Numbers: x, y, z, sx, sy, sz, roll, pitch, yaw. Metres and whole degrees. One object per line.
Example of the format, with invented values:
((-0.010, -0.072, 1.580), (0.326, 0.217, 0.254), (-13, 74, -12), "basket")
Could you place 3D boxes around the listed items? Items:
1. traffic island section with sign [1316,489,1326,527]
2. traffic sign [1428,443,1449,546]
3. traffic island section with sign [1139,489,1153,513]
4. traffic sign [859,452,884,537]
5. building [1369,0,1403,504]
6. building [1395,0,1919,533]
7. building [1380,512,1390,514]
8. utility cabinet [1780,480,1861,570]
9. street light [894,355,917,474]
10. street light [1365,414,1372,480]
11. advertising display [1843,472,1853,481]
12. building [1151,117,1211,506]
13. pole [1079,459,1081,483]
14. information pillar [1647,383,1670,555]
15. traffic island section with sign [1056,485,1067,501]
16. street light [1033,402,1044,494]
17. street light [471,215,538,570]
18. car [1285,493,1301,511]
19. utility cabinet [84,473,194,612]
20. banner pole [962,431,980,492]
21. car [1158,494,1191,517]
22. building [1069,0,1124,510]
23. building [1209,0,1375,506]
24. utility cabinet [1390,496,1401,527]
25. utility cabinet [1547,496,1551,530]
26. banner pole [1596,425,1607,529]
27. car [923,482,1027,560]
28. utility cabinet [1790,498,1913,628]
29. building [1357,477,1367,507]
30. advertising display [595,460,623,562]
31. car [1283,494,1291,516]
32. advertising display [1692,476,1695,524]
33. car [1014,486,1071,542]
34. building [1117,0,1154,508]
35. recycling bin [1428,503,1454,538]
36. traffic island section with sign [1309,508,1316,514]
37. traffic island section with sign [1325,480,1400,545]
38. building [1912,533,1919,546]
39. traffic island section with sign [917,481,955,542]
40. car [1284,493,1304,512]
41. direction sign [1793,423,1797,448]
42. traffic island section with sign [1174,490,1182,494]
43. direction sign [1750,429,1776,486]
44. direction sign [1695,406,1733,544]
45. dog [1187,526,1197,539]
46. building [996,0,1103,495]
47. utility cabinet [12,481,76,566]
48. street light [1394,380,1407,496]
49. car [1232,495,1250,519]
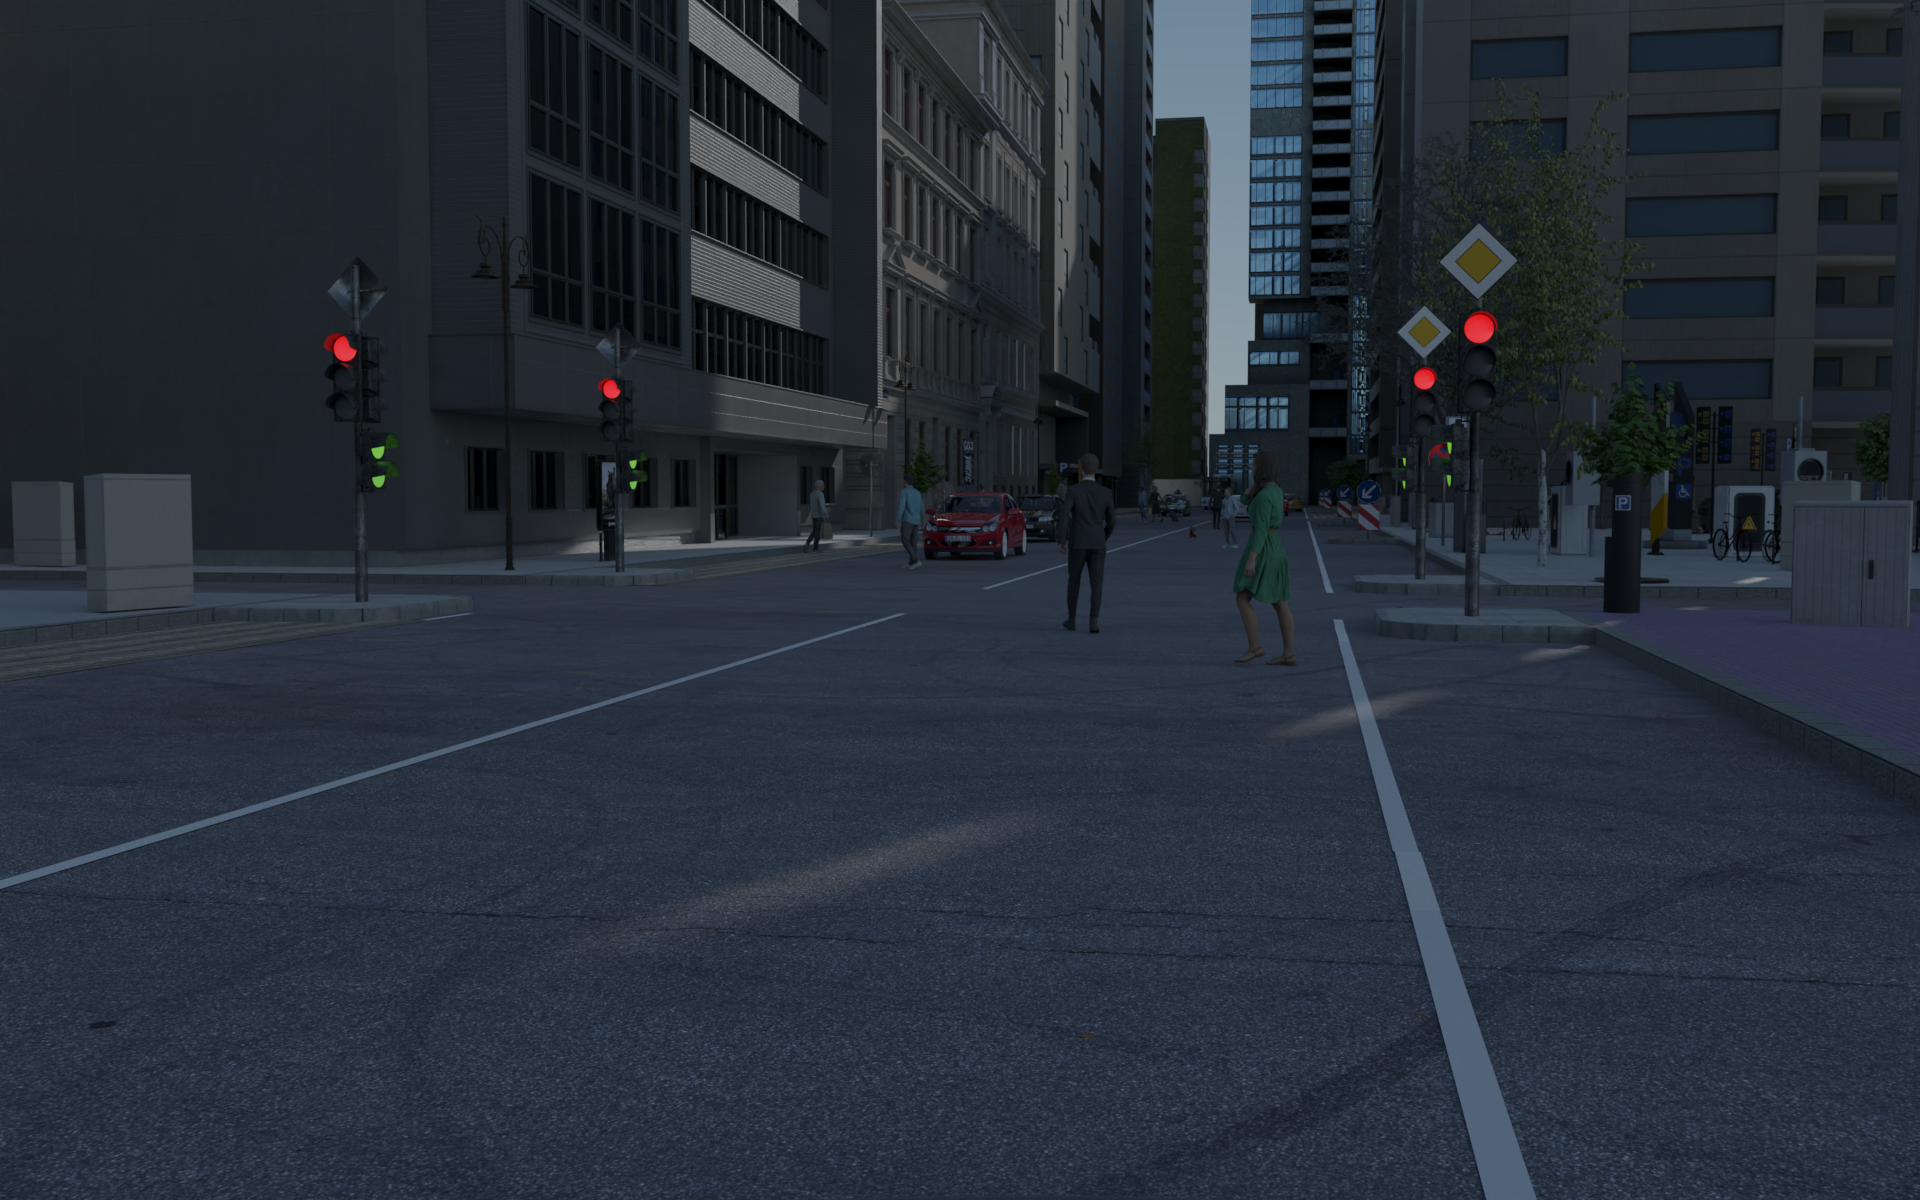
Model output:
((16.883, -4.159, 76.633), (1.989, 1.847, 2.006), (1, 4, 11), "traffic island section with sign")
((11.957, -2.611, 42.801), (0.768, 2.556, 0.104), (1, 4, 15), "traffic sign")
((14.325, -7.319, 128.300), (1.989, 1.847, 2.006), (1, 4, 11), "traffic island section with sign")
((-2.673, -3.177, 52.048), (0.768, 2.556, 0.104), (1, 4, 13), "traffic sign")
((43.662, -31.326, 135.878), (21.300, 48.544, 21.600), (1, 4, 11), "building")
((30.376, -32.668, 76.123), (21.231, 58.520, 28.212), (1, 4, 11), "building")
((43.902, -25.704, 112.134), (32.217, 40.220, 23.993), (1, 4, 11), "building")
((14.252, -1.224, 28.698), (0.318, 1.500, 1.173), (-2, 4, -34), "utility cabinet")
((-1.812, -5.200, 57.806), (0.468, 5.910, 1.993), (1, 4, 11), "street light")
((23.144, -7.672, 98.230), (0.468, 5.910, 1.993), (1, 4, 11), "street light")
((25.821, -2.765, 50.419), (0.123, 1.923, 0.974), (1, 4, 20), "advertising display")
((20.395, -31.104, 192.143), (14.086, 41.232, 14.154), (1, 4, 11), "building")
((7.025, -6.583, 101.477), (0.158, 3.312, 0.155), (0, 3, 0), "pole")
((14.642, -2.745, 36.231), (0.183, 3.616, 0.504), (-1, 4, -10), "information pillar")
((4.694, -4.319, 79.237), (1.989, 1.847, 2.006), (1, 4, 11), "traffic island section with sign")
((3.943, -6.986, 87.016), (0.468, 5.910, 1.993), (1, 4, 11), "street light")
((-7.588, -3.438, 29.005), (0.468, 5.910, 1.993), (1, 4, 11), "street light")
((27.329, -8.269, 144.244), (2.155, 1.783, 4.494), (1, 4, 10), "car")
((-9.075, -0.641, 19.157), (0.318, 1.500, 1.173), (1, 4, 23), "utility cabinet")
((0.489, -4.818, 68.796), (0.863, 3.779, 0.401), (0, 4, -3), "banner pole")
((13.838, -6.103, 111.581), (2.131, 1.459, 4.920), (1, 4, 12), "car")
((5.329, -29.807, 137.463), (14.600, 45.320, 14.200), (1, 4, 11), "building")
((43.968, -53.715, 190.919), (31.000, 86.520, 22.319), (1, 4, 11), "building")
((16.952, -3.440, 67.407), (0.306, 1.237, 1.020), (0, 4, 7), "utility cabinet")
((21.138, -3.060, 61.191), (1.020, 1.237, 0.306), (1, 4, 20), "utility cabinet")
((23.271, -4.470, 63.102), (0.863, 3.779, 0.401), (-2, 4, -33), "banner pole")
((0.372, -1.842, 39.165), (2.155, 1.783, 4.494), (1, 4, 11), "car")
((8.734, -0.356, 16.978), (1.020, 1.237, 0.306), (2, 4, 33), "utility cabinet")
((53.134, -28.476, 157.466), (32.217, 40.220, 23.993), (1, 4, 11), "building")
((-6.710, -1.711, 33.190), (0.123, 1.923, 0.974), (1, 4, 13), "advertising display")
((20.754, -6.432, 114.210), (2.155, 1.783, 4.494), (1, 4, 10), "car")
((26.332, -3.519, 62.747), (0.123, 1.923, 0.974), (0, 4, -3), "advertising display")
((2.322, -2.633, 52.835), (2.009, 1.686, 4.222), (1, 4, 12), "car")
((4.261, -38.278, 167.849), (28.212, 58.520, 21.231), (1, 4, 11), "building")
((14.259, -2.353, 51.020), (0.722, 1.027, 0.722), (0, 4, -2), "recycling bin")
((26.614, -7.188, 126.146), (1.989, 1.847, 2.006), (1, 4, 11), "traffic island section with sign")
((11.702, -2.541, 50.179), (1.989, 1.847, 2.006), (1, 4, 11), "traffic island section with sign")
((36.011, -29.951, 31.692), (28.212, 58.520, 21.231), (1, 4, 11), "building")
((-0.531, -2.688, 52.582), (1.989, 1.847, 2.006), (1, 4, 11), "traffic island section with sign")
((26.478, -7.842, 138.433), (2.015, 1.641, 3.980), (1, 4, 10), "car")
((26.821, -3.889, 55.575), (0.379, 3.537, 0.876), (3, 4, 39), "direction sign")
((19.523, -8.937, 154.751), (1.989, 1.847, 2.006), (1, 4, 11), "traffic island section with sign")
((27.730, -4.151, 59.874), (0.876, 3.537, 0.379), (0, 4, -1), "direction sign")
((19.481, -3.230, 44.804), (0.876, 3.537, 0.379), (2, 4, 35), "direction sign")
((7.468, -2.201, 56.173), (0.550, 0.427, 0.748), (3, 4, 37), "dog")
((-4.992, -32.343, 118.051), (28.713, 52.752, 27.495), (1, 4, 11), "building")
((-16.175, -1.340, 30.592), (1.173, 1.500, 0.318), (1, 4, 23), "utility cabinet")
((17.506, -5.887, 69.042), (0.468, 5.910, 1.993), (1, 4, 11), "street light")
((14.719, -4.762, 90.228), (2.083, 1.381, 4.827), (1, 4, 11), "car")
